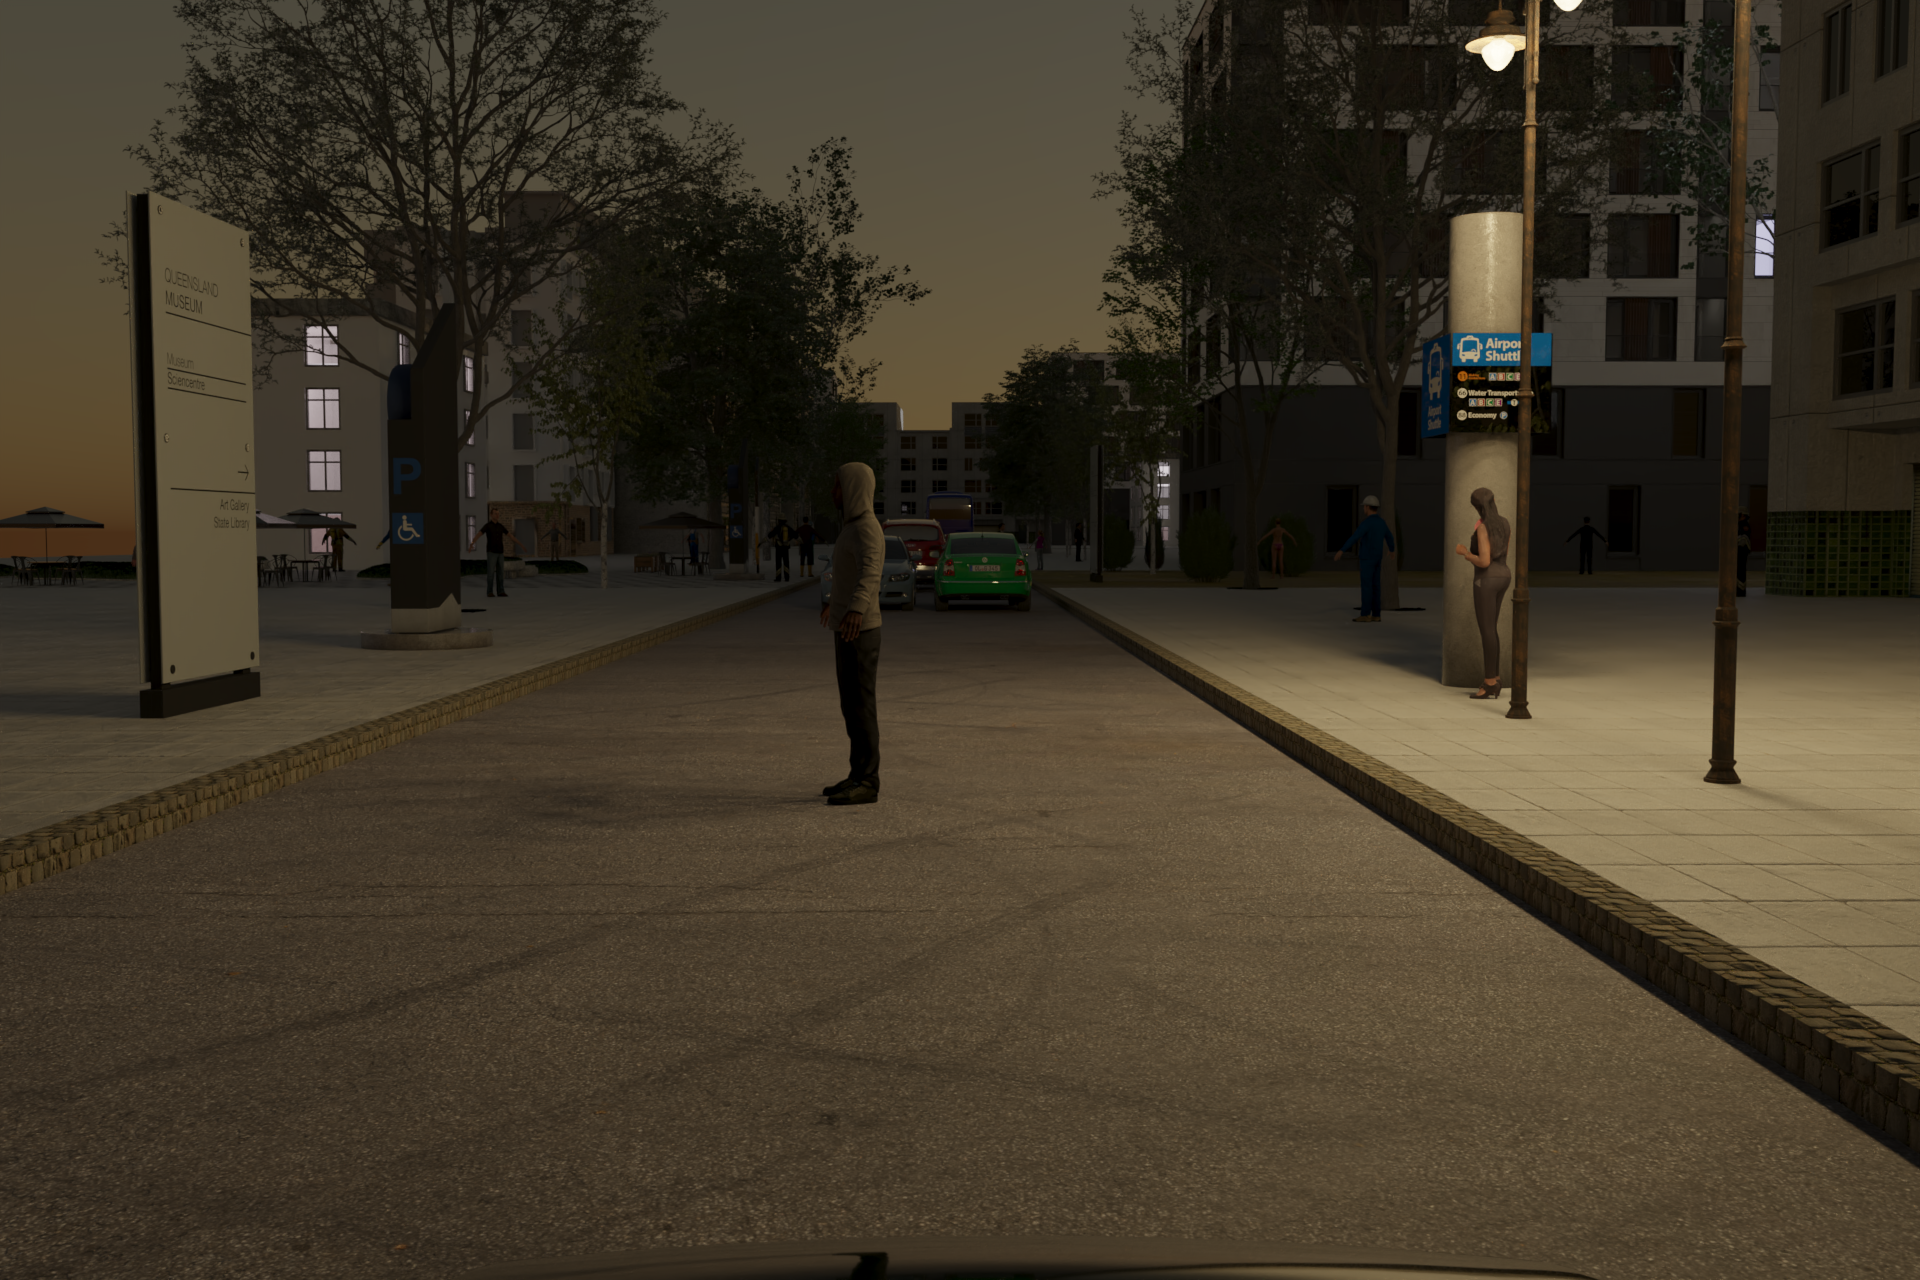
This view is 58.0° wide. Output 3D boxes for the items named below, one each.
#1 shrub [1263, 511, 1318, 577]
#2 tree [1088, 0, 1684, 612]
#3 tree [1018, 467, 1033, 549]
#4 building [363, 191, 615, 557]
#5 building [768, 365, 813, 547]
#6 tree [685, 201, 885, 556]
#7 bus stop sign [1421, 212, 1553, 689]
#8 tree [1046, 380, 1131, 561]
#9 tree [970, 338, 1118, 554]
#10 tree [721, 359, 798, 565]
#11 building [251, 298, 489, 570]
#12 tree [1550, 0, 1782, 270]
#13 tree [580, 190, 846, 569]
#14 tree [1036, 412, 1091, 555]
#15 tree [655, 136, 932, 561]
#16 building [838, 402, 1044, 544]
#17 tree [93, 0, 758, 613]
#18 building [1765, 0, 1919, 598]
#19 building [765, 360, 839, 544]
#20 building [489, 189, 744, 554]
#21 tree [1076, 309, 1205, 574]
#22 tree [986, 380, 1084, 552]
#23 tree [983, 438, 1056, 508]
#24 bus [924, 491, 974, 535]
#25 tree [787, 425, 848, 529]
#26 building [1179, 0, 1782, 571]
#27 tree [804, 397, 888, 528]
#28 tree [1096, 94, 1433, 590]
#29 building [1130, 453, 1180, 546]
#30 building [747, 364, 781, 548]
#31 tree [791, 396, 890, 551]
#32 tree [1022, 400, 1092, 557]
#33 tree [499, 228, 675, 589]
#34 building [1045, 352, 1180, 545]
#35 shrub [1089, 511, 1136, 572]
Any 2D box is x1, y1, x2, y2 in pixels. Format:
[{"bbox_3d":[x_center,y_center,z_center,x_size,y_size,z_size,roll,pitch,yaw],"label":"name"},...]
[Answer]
[{"bbox_3d":[9.859,-2.892,51.710,1.690,2.028,1.600,0,3,0],"label":"shrub"},{"bbox_3d":[7.157,-7.249,28.884,12.009,13.543,11.850,0,3,0],"label":"tree"},{"bbox_3d":[5.472,-11.892,144.803,4.360,8.622,3.978,0,3,0],"label":"tree"},{"bbox_3d":[-26.729,-14.704,96.832,16.016,20.090,11.380,0,4,-1],"label":"building"},{"bbox_3d":[-26.224,-21.742,186.412,19.493,23.208,18.063,0,4,0],"label":"building"},{"bbox_3d":[-10.412,-15.020,101.467,12.611,20.169,13.585,0,3,0],"label":"tree"},{"bbox_3d":[4.402,-1.562,14.552,0.837,3.901,0.837,0,4,-1],"label":"bus stop sign"},{"bbox_3d":[6.300,-8.160,83.775,4.737,8.622,4.395,0,3,0],"label":"tree"},{"bbox_3d":[5.596,-12.623,113.037,9.857,13.997,8.962,0,3,0],"label":"tree"},{"bbox_3d":[-8.511,-7.409,71.502,4.737,8.622,4.395,0,3,0],"label":"tree"},{"bbox_3d":[-25.158,-8.177,75.838,9.099,9.664,28.070,0,3,0],"label":"building"},{"bbox_3d":[22.531,-11.608,45.685,12.611,20.169,13.585,0,3,0],"label":"tree"},{"bbox_3d":[-9.029,-9.569,63.106,9.857,13.997,8.962,0,3,0],"label":"tree"},{"bbox_3d":[6.691,-9.420,104.384,4.360,8.622,3.978,0,3,0],"label":"tree"},{"bbox_3d":[-8.073,-13.836,82.108,12.611,20.169,13.585,0,3,0],"label":"tree"},{"bbox_3d":[-0.952,-22.603,238.479,31.486,18.905,16.747,0,4,1],"label":"building"},{"bbox_3d":[-8.356,-7.210,28.259,12.009,13.543,11.850,0,3,0],"label":"tree"},{"bbox_3d":[25.688,-9.429,20.625,16.747,18.905,31.486,0,4,-1],"label":"building"},{"bbox_3d":[-29.846,-22.547,212.620,27.936,21.610,32.646,0,4,0],"label":"building"},{"bbox_3d":[-25.372,-17.671,119.850,19.493,23.208,18.063,0,4,0],"label":"building"},{"bbox_3d":[6.004,-6.443,55.707,4.737,8.622,4.395,0,3,0],"label":"tree"},{"bbox_3d":[5.320,-12.726,126.191,7.486,12.596,7.792,0,3,0],"label":"tree"},{"bbox_3d":[6.168,-12.365,136.580,8.767,10.594,7.601,0,4,-5],"label":"tree"},{"bbox_3d":[-0.635,-6.540,98.473,2.896,3.916,12.251,0,4,-1],"label":"bus"},{"bbox_3d":[-9.981,-10.030,114.358,4.360,8.622,3.978,0,3,0],"label":"tree"},{"bbox_3d":[23.238,-14.173,75.703,27.936,21.610,32.646,0,4,0],"label":"building"},{"bbox_3d":[-9.560,-13.728,142.582,7.486,12.596,7.792,0,3,0],"label":"tree"},{"bbox_3d":[6.882,-6.986,39.971,9.928,11.665,9.643,0,3,0],"label":"tree"},{"bbox_3d":[23.430,-14.526,179.654,9.099,9.664,28.070,0,4,0],"label":"building"},{"bbox_3d":[-27.251,-20.451,165.308,19.493,23.208,18.063,0,4,-1],"label":"building"},{"bbox_3d":[-8.977,-12.483,129.852,9.928,11.665,9.643,0,3,0],"label":"tree"},{"bbox_3d":[6.026,-8.833,94.783,4.360,8.622,3.978,0,3,0],"label":"tree"},{"bbox_3d":[-8.516,-5.531,40.798,4.737,8.622,4.395,0,3,0],"label":"tree"},{"bbox_3d":[24.119,-22.459,211.178,27.936,21.610,32.646,0,4,-1],"label":"building"},{"bbox_3d":[5.231,-3.390,59.461,1.661,2.075,1.752,0,3,0],"label":"shrub"}]
